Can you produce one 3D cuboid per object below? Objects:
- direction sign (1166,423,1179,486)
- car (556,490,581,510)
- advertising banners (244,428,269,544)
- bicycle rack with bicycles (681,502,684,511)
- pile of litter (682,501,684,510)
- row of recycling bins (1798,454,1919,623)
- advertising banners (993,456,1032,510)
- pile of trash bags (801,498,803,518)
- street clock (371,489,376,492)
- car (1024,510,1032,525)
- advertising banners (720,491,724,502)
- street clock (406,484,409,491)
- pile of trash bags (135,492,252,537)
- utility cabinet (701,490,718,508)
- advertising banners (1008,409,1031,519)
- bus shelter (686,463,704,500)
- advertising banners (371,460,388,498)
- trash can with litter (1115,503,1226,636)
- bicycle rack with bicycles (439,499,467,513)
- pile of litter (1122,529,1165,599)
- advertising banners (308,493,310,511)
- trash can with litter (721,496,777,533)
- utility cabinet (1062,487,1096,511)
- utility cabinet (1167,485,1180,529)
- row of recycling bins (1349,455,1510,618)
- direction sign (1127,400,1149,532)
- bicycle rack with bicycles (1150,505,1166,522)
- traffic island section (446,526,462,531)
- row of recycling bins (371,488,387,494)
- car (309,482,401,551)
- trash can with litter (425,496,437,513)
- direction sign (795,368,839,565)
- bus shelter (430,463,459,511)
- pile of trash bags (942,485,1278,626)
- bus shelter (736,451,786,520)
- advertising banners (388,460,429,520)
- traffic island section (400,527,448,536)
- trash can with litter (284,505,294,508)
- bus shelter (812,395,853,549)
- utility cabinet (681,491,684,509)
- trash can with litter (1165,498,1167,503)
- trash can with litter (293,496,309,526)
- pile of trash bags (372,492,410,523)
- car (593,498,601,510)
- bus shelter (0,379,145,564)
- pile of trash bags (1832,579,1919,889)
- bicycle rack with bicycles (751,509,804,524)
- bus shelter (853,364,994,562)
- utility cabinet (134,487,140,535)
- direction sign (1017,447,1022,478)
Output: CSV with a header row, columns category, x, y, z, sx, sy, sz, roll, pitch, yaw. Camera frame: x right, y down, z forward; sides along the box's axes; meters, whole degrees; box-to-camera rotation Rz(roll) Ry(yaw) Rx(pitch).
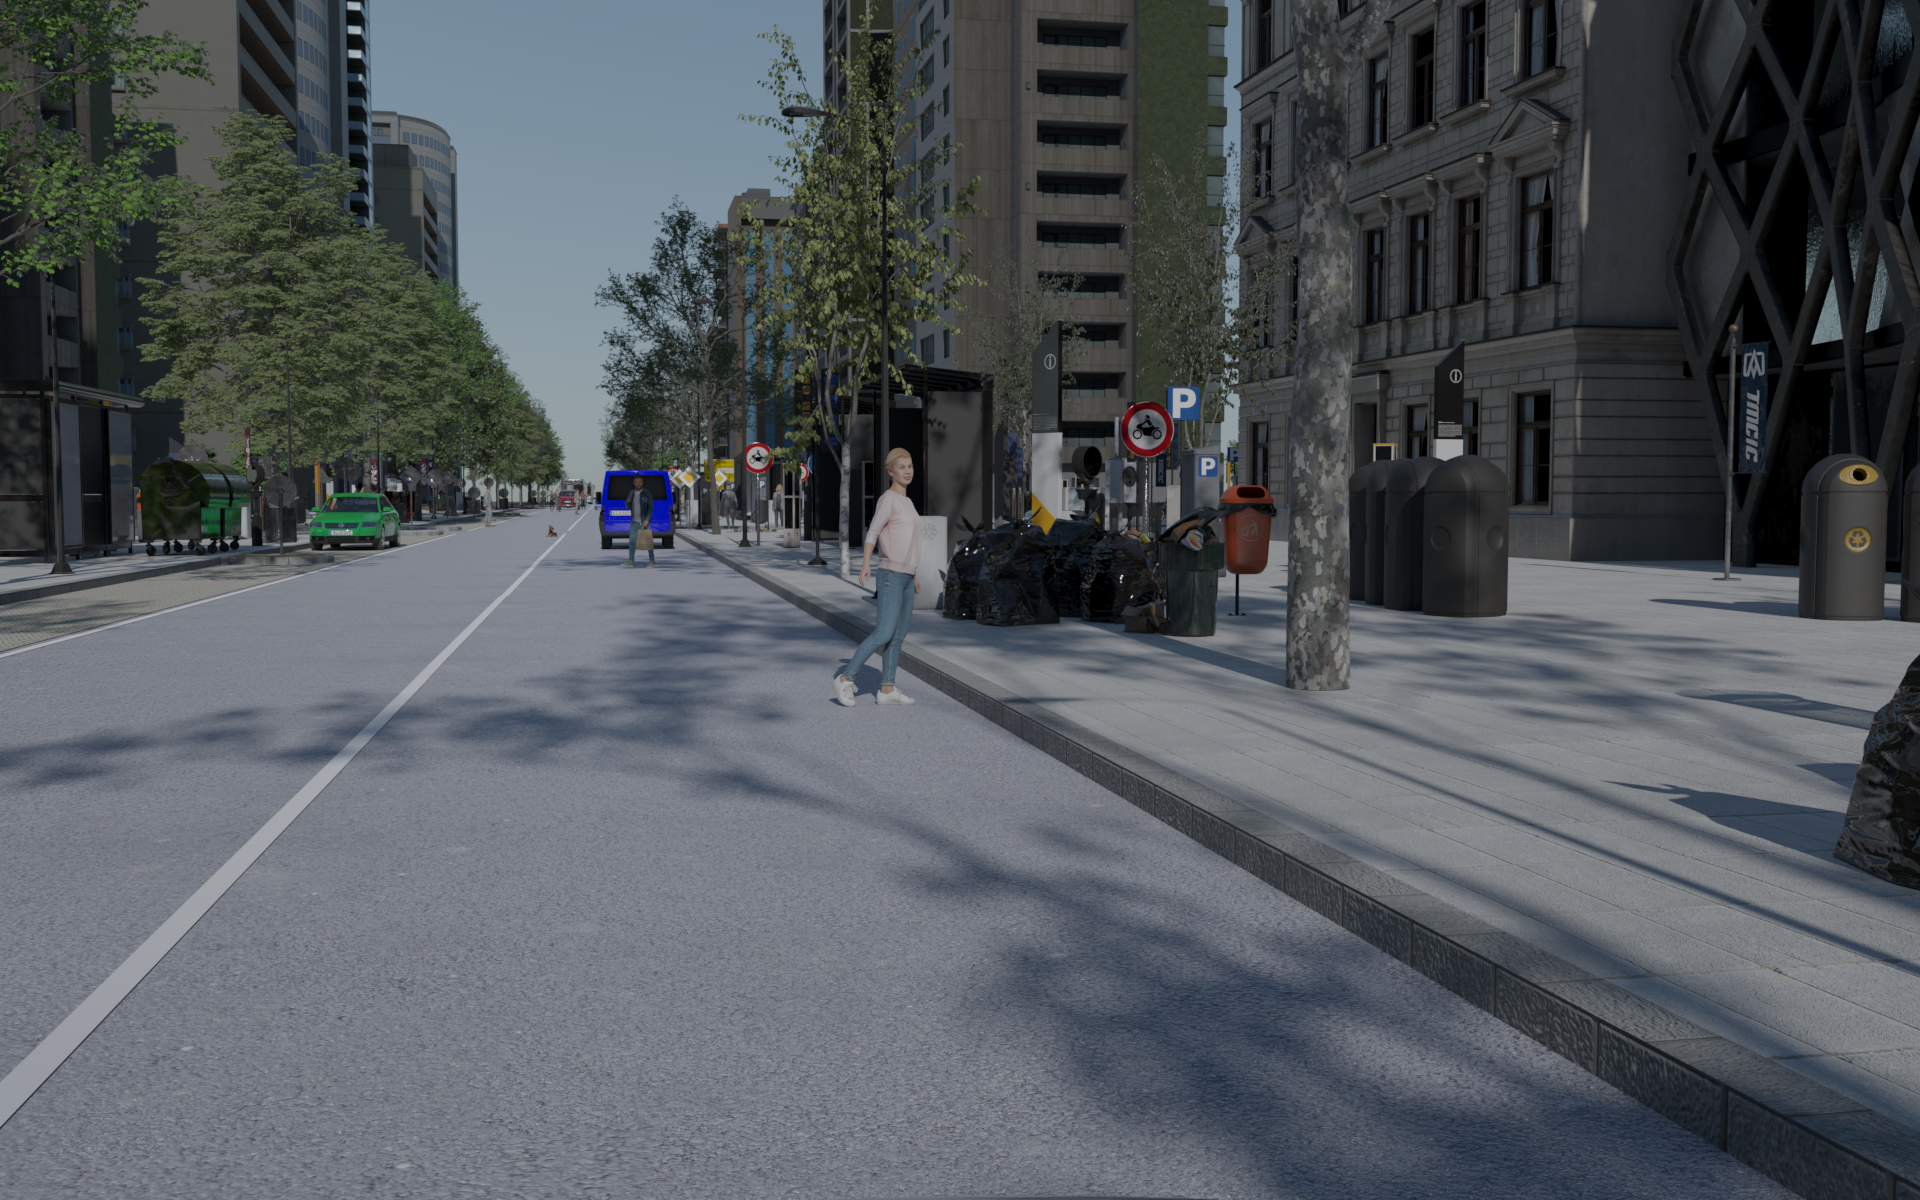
category,x,y,z,sx,sy,sz,roll,pitch,yaw
direction sign,6.816,-3.892,55.623,0.379,3.537,0.876,-1,4,-17
car,-35.433,-9.053,156.694,2.281,1.827,5.304,-1,4,-11
advertising banners,-18.483,-3.016,45.498,0.090,3.025,2.074,-3,4,-36
bicycle rack with bicycles,-19.096,-6.750,123.738,2.852,0.926,2.925,1,4,23
pile of litter,-21.241,-7.441,135.619,1.719,0.858,1.176,3,4,38
row of recycling bins,10.185,-0.609,17.070,3.534,1.692,1.069,3,4,38
advertising banners,2.475,-5.082,79.271,2.074,3.025,0.090,2,4,25
pile of trash bags,-7.245,-5.122,93.496,1.912,1.369,3.447,-2,4,-25
street clock,-36.167,-6.256,106.858,0.358,2.002,0.471,1,4,21
car,4.804,-3.528,69.678,4.499,1.417,2.014,-1,4,-13
advertising banners,-13.782,-6.646,104.846,2.074,3.025,0.090,-1,4,-22
street clock,-36.709,-6.772,115.295,0.358,2.002,0.471,-2,4,-26
pile of trash bags,-22.901,-2.580,51.939,3.447,1.369,1.912,0,4,-8
utility cabinet,-14.852,-5.760,102.857,1.173,1.500,0.318,0,4,-3
advertising banners,1.187,-2.377,35.060,0.090,3.025,2.074,1,4,11
bus shelter,-17.666,-7.544,117.275,2.014,3.302,5.546,-1,4,-12
advertising banners,-29.057,-5.630,88.231,2.074,3.025,0.090,-2,4,-25
trash can with litter,1.887,-0.270,15.808,1.055,1.170,0.624,3,5,42
bicycle rack with bicycles,-35.229,-6.567,120.747,2.852,0.926,2.925,0,4,5
pile of litter,2.203,-0.462,21.511,1.719,0.858,1.176,2,4,28
advertising banners,-50.094,-8.212,130.459,2.074,3.025,0.090,-1,4,-16
trash can with litter,-7.054,-2.895,58.386,2.233,1.210,1.678,-3,5,-42
utility cabinet,3.937,-2.988,57.533,1.173,1.500,0.318,-2,4,-25
utility cabinet,5.894,-2.179,44.313,1.173,1.500,0.318,2,4,25
row of recycling bins,5.204,-0.767,19.649,1.069,1.692,3.534,0,4,-4
direction sign,4.337,-3.077,42.313,0.379,3.537,0.876,-2,4,-29
bicycle rack with bicycles,9.509,-4.185,81.802,2.925,0.926,2.852,3,5,41
traffic island section,-20.662,-2.794,67.970,2.009,0.180,2.903,-1,4,-12
row of recycling bins,-41.219,-6.973,121.118,3.534,1.692,1.069,3,4,37
car,-15.714,-2.219,45.069,1.959,1.807,4.718,-1,4,-10
trash can with litter,-41.563,-7.616,135.907,0.624,1.170,1.055,0,4,2
direction sign,-2.586,-2.407,31.344,0.876,3.537,0.379,1,4,22
bus shelter,-39.035,-8.576,131.499,1.731,3.624,6.357,-1,4,-12
pile of trash bags,1.576,-0.494,17.824,3.447,1.369,1.912,-1,4,-9
bus shelter,-9.355,-5.372,81.762,2.014,3.302,5.546,-1,4,-12
advertising banners,-27.656,-5.562,87.134,2.074,3.025,0.090,1,4,9
traffic island section,-19.057,-2.316,60.147,2.009,0.180,2.903,-1,4,-12
trash can with litter,-26.372,-3.405,67.056,1.055,1.170,0.624,0,4,2
bus shelter,-2.870,-3.194,43.501,1.731,3.624,6.357,-1,4,-12
utility cabinet,-22.354,-7.873,137.403,1.173,1.500,0.318,3,5,43
trash can with litter,7.718,-3.080,61.749,1.055,1.170,0.624,-3,5,-43
trash can with litter,-26.623,-3.622,70.275,1.678,1.210,2.233,2,4,29
pile of trash bags,-25.728,-4.103,76.833,1.912,1.369,3.447,-2,4,-32
car,-32.603,-9.111,158.562,1.945,1.707,3.694,-1,4,-12
bus shelter,-17.832,-3.386,32.995,2.179,5.291,8.768,-1,4,-11
pile of trash bags,4.827,0.258,5.528,3.447,1.369,1.912,-1,4,-8
bicycle rack with bicycles,-7.341,-3.735,74.450,2.925,0.926,2.852,0,4,2
bus shelter,-0.766,-2.640,34.447,1.731,3.624,6.357,-1,4,-12
utility cabinet,-25.338,-2.703,52.875,0.318,1.500,1.173,-1,4,-12
direction sign,2.662,-5.630,84.052,0.876,3.537,0.379,-2,4,-26
